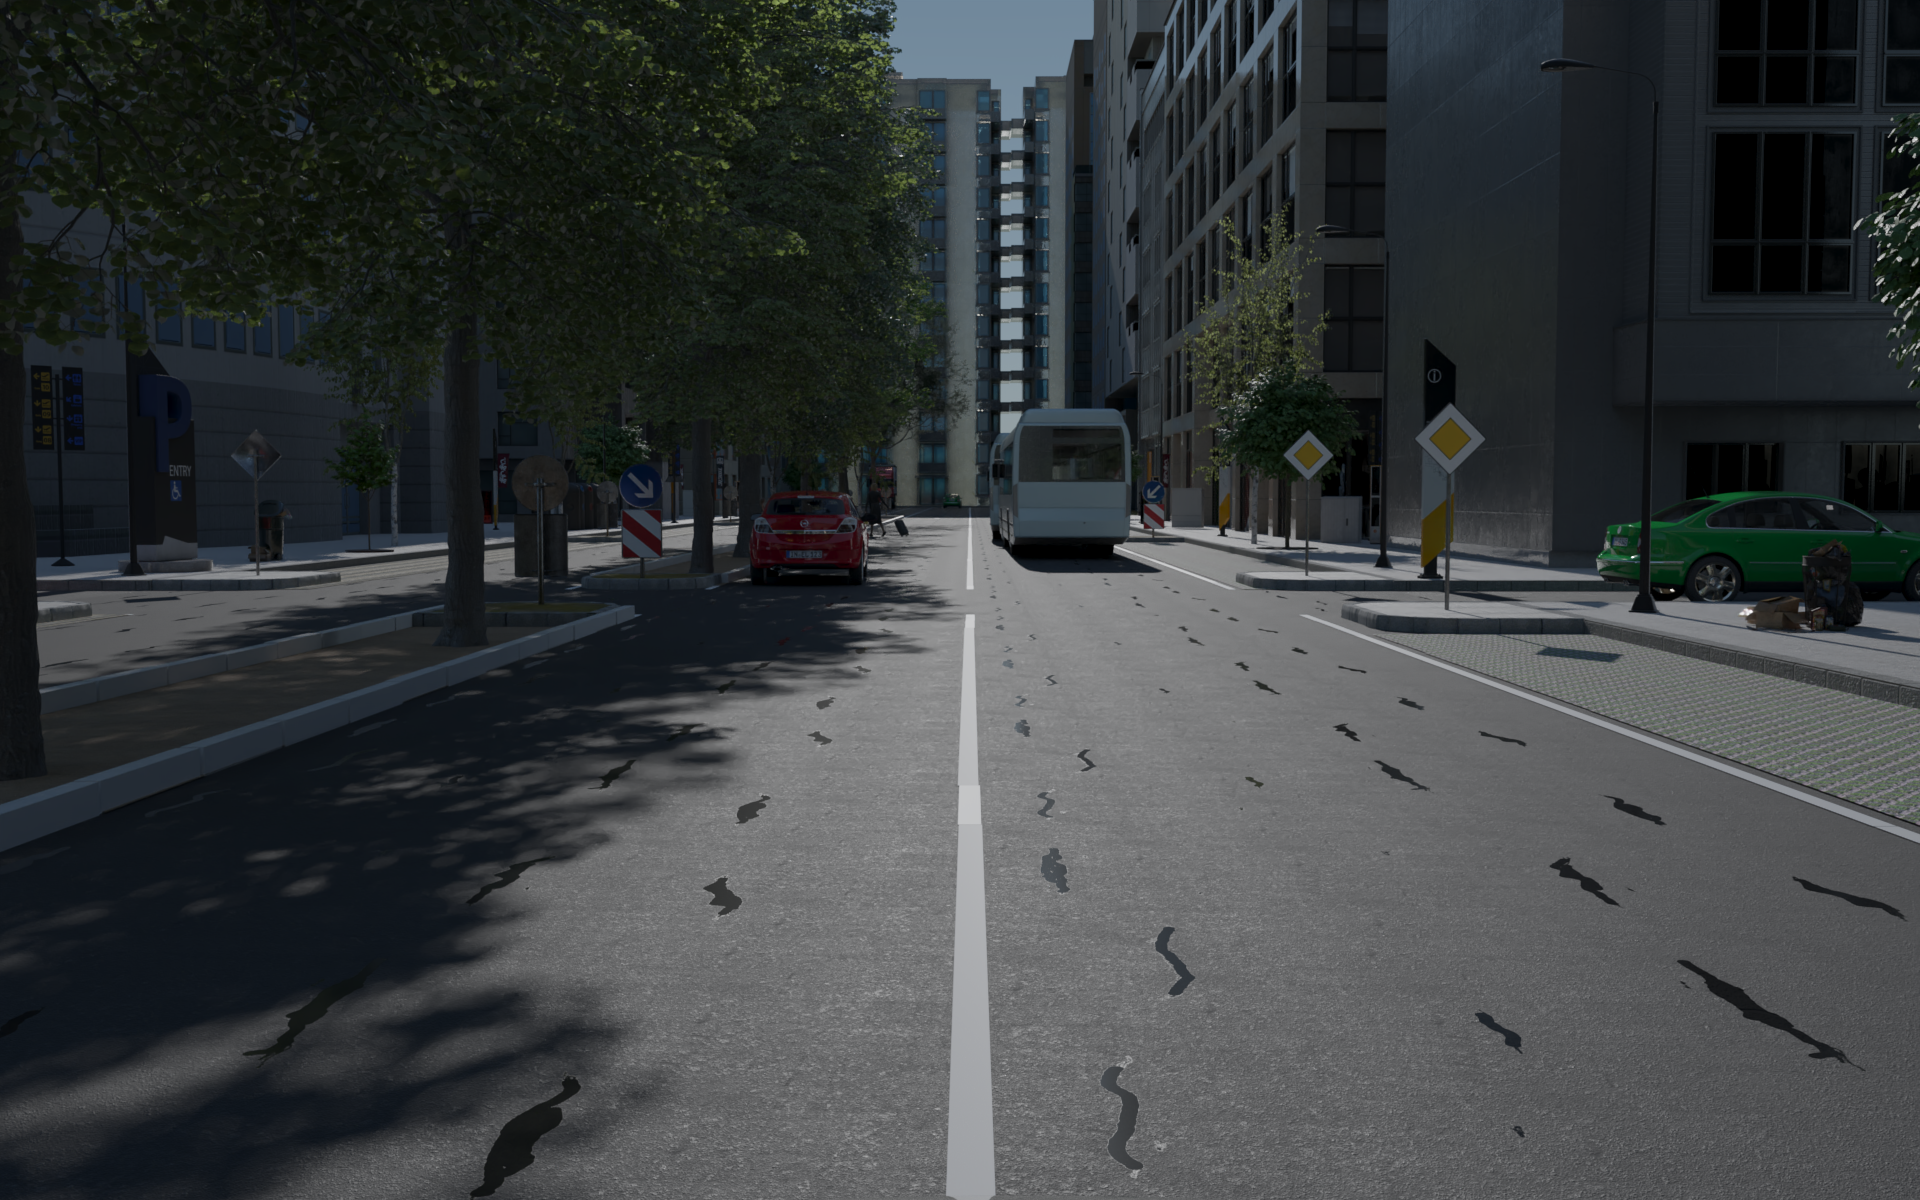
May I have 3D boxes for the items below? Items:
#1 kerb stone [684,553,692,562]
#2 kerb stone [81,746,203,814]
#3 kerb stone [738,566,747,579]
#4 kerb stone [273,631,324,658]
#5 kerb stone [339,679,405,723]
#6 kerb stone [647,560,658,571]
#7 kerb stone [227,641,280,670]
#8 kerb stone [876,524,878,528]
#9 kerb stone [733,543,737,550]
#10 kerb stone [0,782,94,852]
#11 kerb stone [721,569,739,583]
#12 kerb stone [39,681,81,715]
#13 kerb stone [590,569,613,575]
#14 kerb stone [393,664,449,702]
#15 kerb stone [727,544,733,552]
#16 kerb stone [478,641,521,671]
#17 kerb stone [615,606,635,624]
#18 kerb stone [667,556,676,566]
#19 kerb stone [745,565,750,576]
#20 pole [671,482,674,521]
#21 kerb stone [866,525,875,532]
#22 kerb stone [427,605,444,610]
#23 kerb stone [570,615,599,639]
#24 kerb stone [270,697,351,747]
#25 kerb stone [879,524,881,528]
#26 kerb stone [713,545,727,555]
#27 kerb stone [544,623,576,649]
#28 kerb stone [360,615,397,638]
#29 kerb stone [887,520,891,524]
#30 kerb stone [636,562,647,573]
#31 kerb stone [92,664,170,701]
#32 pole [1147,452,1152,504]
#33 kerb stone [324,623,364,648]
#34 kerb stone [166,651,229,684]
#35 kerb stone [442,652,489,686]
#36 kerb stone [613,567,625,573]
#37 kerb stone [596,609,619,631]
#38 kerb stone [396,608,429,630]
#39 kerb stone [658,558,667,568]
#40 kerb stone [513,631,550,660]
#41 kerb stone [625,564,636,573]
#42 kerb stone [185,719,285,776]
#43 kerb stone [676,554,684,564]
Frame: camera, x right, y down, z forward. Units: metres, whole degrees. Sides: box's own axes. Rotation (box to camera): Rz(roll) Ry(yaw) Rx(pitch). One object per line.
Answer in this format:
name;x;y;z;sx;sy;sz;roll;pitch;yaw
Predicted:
kerb stone;-5.833;-0.874;36.491;0.120;0.150;1.000;0;4;0
kerb stone;-3.901;0.853;8.248;0.120;0.150;1.000;0;4;0
kerb stone;-3.774;-0.435;29.308;0.120;0.150;1.000;0;4;0
kerb stone;-5.954;0.411;15.479;0.120;0.150;1.000;0;4;0
kerb stone;-3.873;0.664;11.335;0.120;0.150;1.000;0;4;0
kerb stone;-5.852;-0.624;32.395;0.120;0.150;1.000;0;4;0
kerb stone;-5.957;0.482;14.454;0.120;0.150;1.000;0;4;0
kerb stone;-3.537;-2.945;70.339;0.120;0.150;1.000;0;4;0
kerb stone;-5.798;-1.308;43.670;0.120;0.150;1.000;0;4;0
kerb stone;-3.900;0.916;7.222;0.120;0.150;1.000;0;4;0
kerb stone;-3.778;-0.372;28.285;0.120;0.150;1.000;0;4;0
kerb stone;-5.982;0.663;11.372;0.120;0.150;1.000;0;4;0
kerb stone;-5.877;-0.374;28.303;0.120;0.150;1.000;0;4;0
kerb stone;-3.880;0.601;12.362;0.120;0.150;1.000;0;4;0
kerb stone;-5.792;-1.248;42.648;0.120;0.150;1.000;0;4;0
kerb stone;-3.862;0.476;14.411;0.120;0.150;1.000;0;4;0
kerb stone;-3.827;0.170;19.533;0.120;0.150;1.000;0;4;0
kerb stone;-5.844;-0.748;34.440;0.120;0.150;1.000;0;4;0
kerb stone;-3.768;-0.498;30.332;0.120;0.150;1.000;0;4;0
pole;-13.807;-5.475;83.357;0.158;3.312;0.155;0;3;0
kerb stone;-3.548;-2.819;68.288;0.120;0.150;1.000;0;4;0
kerb stone;-5.936;0.161;19.578;0.120;0.150;1.000;0;4;0
kerb stone;-3.836;0.290;17.487;0.120;0.150;1.000;0;4;0
kerb stone;-3.881;0.727;10.313;0.120;0.150;1.000;0;4;0
kerb stone;-3.517;-3.132;73.413;0.120;0.150;1.000;0;4;0
kerb stone;-5.799;-1.188;41.625;0.120;0.150;1.000;0;4;0
kerb stone;-3.850;0.351;16.463;0.120;0.150;1.000;0;4;0
kerb stone;-5.944;0.289;17.523;0.120;0.150;1.000;0;4;0
kerb stone;-3.475;-3.635;81.630;0.120;0.150;1.000;0;4;0
kerb stone;-5.861;-0.561;31.372;0.120;0.150;1.000;0;4;0
kerb stone;-5.972;0.599;12.410;0.120;0.150;1.000;0;4;0
pole;9.096;-5.468;83.251;0.158;3.312;0.155;0;3;0
kerb stone;-5.944;0.355;16.501;0.120;0.150;1.000;0;4;0
kerb stone;-5.967;0.540;13.432;0.120;0.150;1.000;0;4;0
kerb stone;-3.863;0.539;13.389;0.120;0.150;1.000;0;4;0
kerb stone;-5.876;-0.431;29.328;0.120;0.150;1.000;0;4;0
kerb stone;-3.839;0.233;18.510;0.120;0.150;1.000;0;4;0
kerb stone;-5.933;0.223;18.544;0.120;0.150;1.000;0;4;0
kerb stone;-5.855;-0.686;33.418;0.120;0.150;1.000;0;4;0
kerb stone;-3.854;0.414;15.433;0.120;0.150;1.000;0;4;0
kerb stone;-5.876;-0.496;30.350;0.120;0.150;1.000;0;4;0
kerb stone;-3.891;0.790;9.280;0.120;0.150;1.000;0;4;0
kerb stone;-5.837;-0.811;35.462;0.120;0.150;1.000;0;4;0
